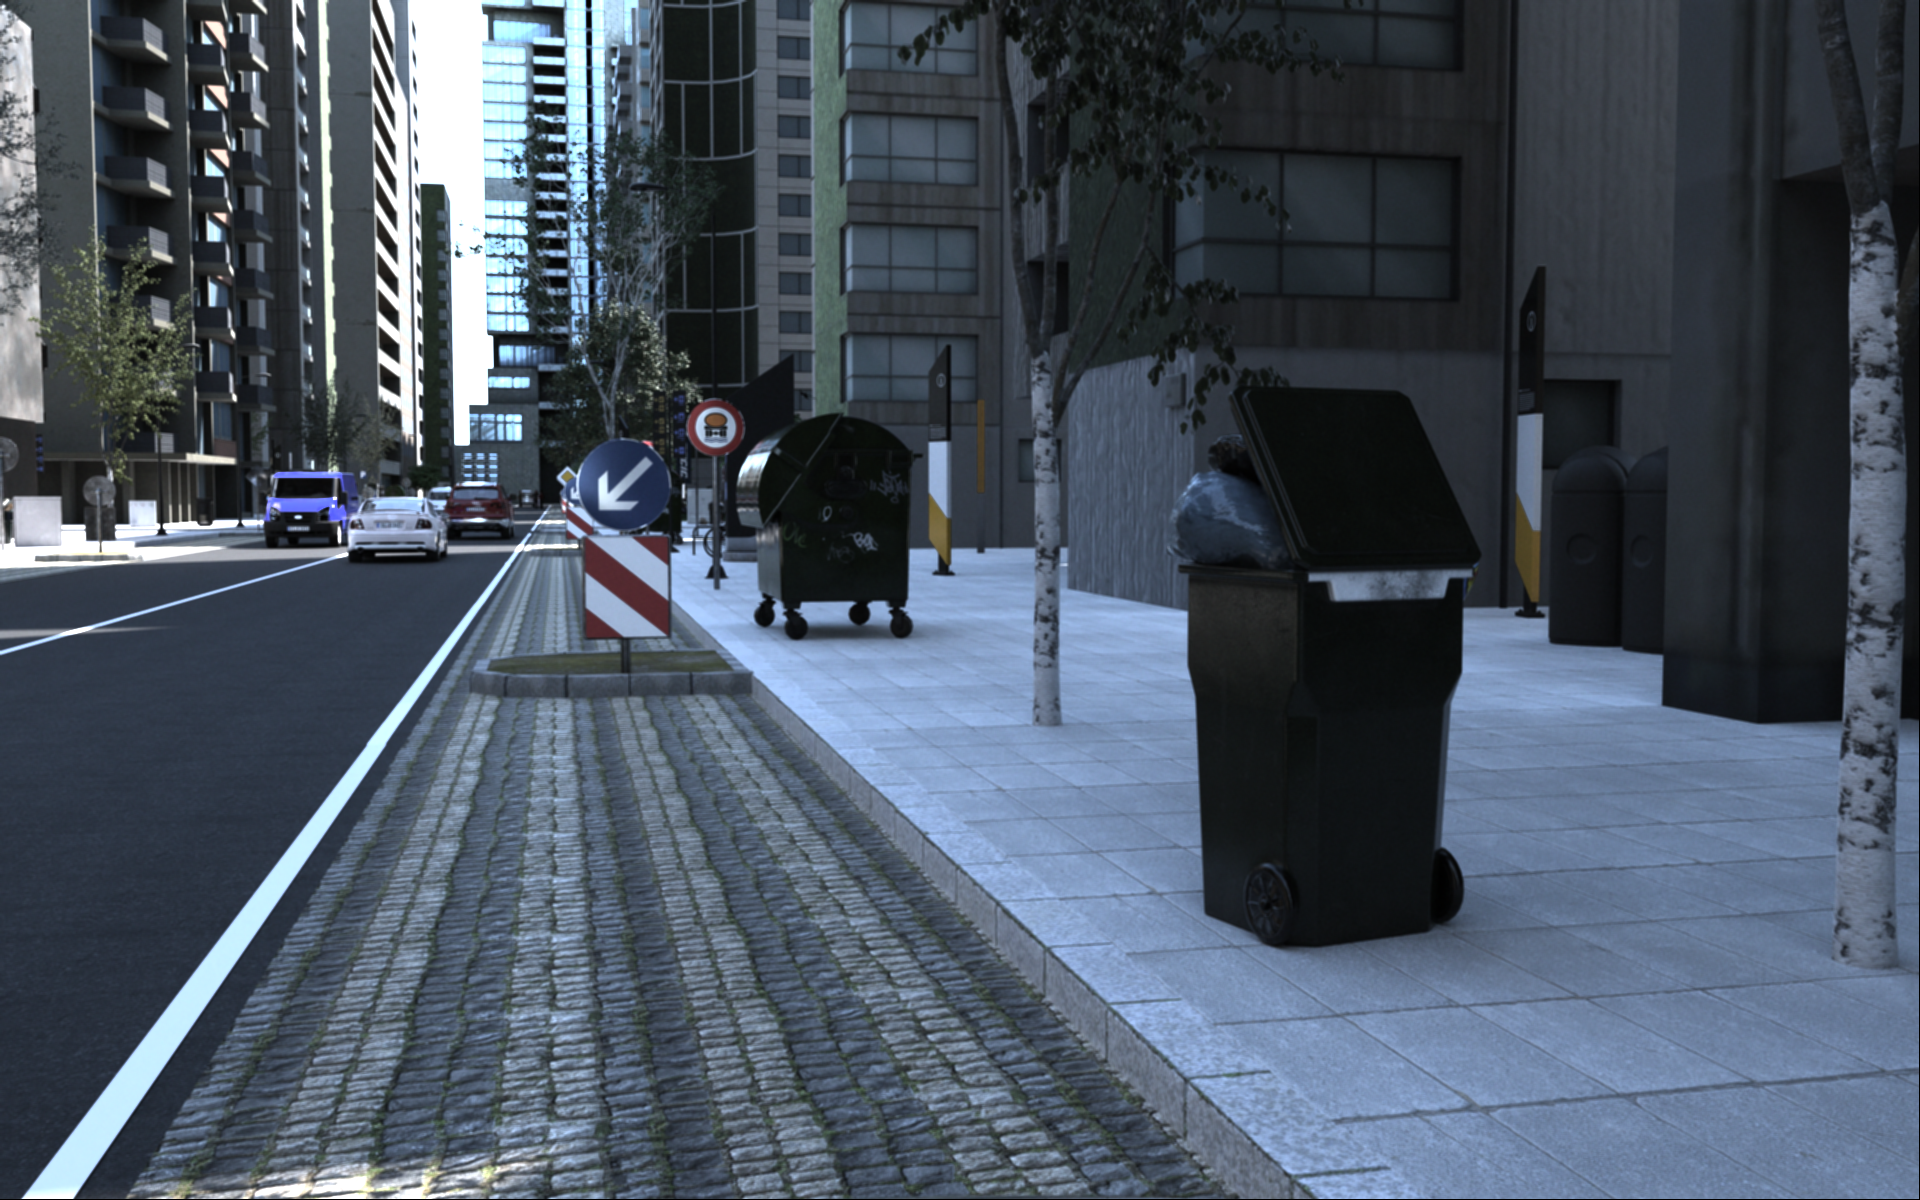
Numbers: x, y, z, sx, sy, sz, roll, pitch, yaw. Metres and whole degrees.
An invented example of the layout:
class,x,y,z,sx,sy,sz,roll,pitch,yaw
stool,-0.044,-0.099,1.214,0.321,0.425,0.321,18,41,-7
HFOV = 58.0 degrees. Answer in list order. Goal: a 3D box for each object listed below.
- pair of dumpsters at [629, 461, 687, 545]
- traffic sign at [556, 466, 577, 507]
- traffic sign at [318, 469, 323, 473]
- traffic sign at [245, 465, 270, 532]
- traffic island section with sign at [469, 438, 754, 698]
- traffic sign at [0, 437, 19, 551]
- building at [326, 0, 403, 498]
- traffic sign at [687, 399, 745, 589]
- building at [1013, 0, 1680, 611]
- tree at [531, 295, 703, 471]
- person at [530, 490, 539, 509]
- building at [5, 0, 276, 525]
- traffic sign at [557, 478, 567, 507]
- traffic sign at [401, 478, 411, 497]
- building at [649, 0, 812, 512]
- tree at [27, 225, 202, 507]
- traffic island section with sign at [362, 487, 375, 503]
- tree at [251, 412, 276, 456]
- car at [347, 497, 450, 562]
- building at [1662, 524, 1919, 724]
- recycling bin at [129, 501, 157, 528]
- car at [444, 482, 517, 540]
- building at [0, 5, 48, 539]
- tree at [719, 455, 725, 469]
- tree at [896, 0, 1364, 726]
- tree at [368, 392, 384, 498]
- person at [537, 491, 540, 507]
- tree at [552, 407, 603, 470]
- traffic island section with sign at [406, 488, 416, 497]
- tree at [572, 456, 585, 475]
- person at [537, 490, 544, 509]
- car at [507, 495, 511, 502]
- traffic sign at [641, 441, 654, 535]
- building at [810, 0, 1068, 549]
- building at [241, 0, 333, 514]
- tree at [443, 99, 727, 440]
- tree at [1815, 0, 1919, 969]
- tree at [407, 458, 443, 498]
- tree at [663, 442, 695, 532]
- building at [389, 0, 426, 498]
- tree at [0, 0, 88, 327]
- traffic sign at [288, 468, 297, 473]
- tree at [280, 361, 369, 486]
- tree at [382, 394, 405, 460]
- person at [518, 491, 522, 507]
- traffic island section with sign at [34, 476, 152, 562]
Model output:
class,x,y,z,sx,sy,sz,roll,pitch,yaw
pair of dumpsters,-8.060,-2.633,45.544,1.574,2.255,4.437,-1,4,-13
traffic sign,-13.931,-3.542,61.548,0.795,2.450,0.064,-1,4,-13
traffic sign,-33.125,-5.488,89.727,0.884,2.594,0.081,0,4,-5
traffic sign,-24.014,-3.401,59.241,0.795,2.450,0.064,-1,4,-13
traffic island section with sign,-2.658,-0.271,13.056,1.989,1.847,2.006,-1,4,-13
traffic sign,-21.568,-2.376,38.957,0.768,2.556,0.104,0,4,-5
building,-59.670,-31.988,146.704,21.300,48.544,21.600,-1,4,-13
traffic sign,-3.273,-1.415,23.248,0.768,2.556,0.104,-1,4,-11
building,7.822,-15.561,26.120,14.160,30.474,14.107,-1,4,-13
tree,-19.638,-11.169,99.619,9.611,12.733,9.660,0,3,0
person,-40.967,-9.712,167.427,1.348,1.807,0.705,-3,5,-40
building,-46.003,-26.188,82.800,22.147,44.769,28.867,-1,4,-13
traffic sign,-15.734,-4.017,69.327,0.795,2.450,0.064,-1,4,-13
traffic sign,-43.899,-8.394,137.348,0.768,2.556,0.104,-1,4,-11
building,-14.650,-42.311,130.039,20.563,71.187,20.611,-1,4,-13
tree,-23.646,-6.005,48.545,4.737,8.622,4.395,0,3,0
traffic island section with sign,-31.092,-5.045,91.118,1.989,1.847,2.006,-1,4,-13
tree,-43.703,-9.406,104.158,4.737,8.622,4.395,0,3,0
car,-12.313,-1.570,38.024,2.083,1.381,4.827,-1,4,-13
building,16.996,-23.089,1.199,21.300,48.544,21.600,-1,4,-13
recycling bin,-31.355,-3.296,66.442,0.722,1.027,0.722,3,4,36
car,-15.582,-2.909,56.234,2.281,1.827,5.304,-1,4,-12
building,-34.736,-10.842,44.726,16.811,18.784,16.820,-1,4,-13
tree,-6.160,-4.409,55.798,4.285,4.588,4.351,0,3,0
tree,0.642,-3.599,9.208,4.360,8.622,3.978,0,3,0
tree,-38.105,-9.519,106.002,4.360,8.622,3.978,0,3,0
person,-45.594,-10.867,186.852,0.551,1.740,0.621,-2,4,-32
tree,-31.918,-13.196,150.172,7.601,10.594,8.767,0,4,6
traffic island section with sign,-37.275,-6.677,117.802,1.989,1.847,2.006,-1,4,-13
tree,-26.682,-8.662,125.345,4.285,4.588,4.351,0,3,0
person,-39.820,-9.547,164.561,0.705,1.831,1.348,1,4,13
car,-54.250,-11.820,205.840,1.945,1.354,3.894,-1,4,-13
traffic sign,-7.469,-2.522,41.343,0.768,2.556,0.104,-1,4,-11
building,2.696,-22.242,47.246,14.154,41.232,14.086,-1,4,-13
building,-49.226,-26.266,113.045,14.154,41.232,14.086,-1,4,-13
tree,-18.072,-13.978,84.423,12.611,20.169,13.585,0,3,0
tree,2.569,-3.297,4.272,4.360,8.622,3.978,0,3,0
tree,-49.397,-10.780,159.968,4.285,4.588,4.351,0,3,0
tree,-9.995,-3.925,58.767,1.663,3.219,1.824,0,3,0
building,-75.938,-39.999,195.988,28.212,58.520,21.231,-1,4,-13
tree,-20.117,-7.232,28.621,12.009,13.543,11.850,0,3,0
traffic sign,-25.817,-3.876,67.020,0.795,2.450,0.064,-1,4,-13
tree,-35.146,-8.865,95.312,4.360,8.622,3.978,0,3,0
tree,-42.400,-10.696,125.237,4.360,8.622,3.978,0,3,0
person,-48.730,-11.210,191.881,0.705,1.812,1.348,0,4,-1
traffic island section with sign,-18.618,-1.756,37.337,1.989,1.847,2.006,-1,4,-13
